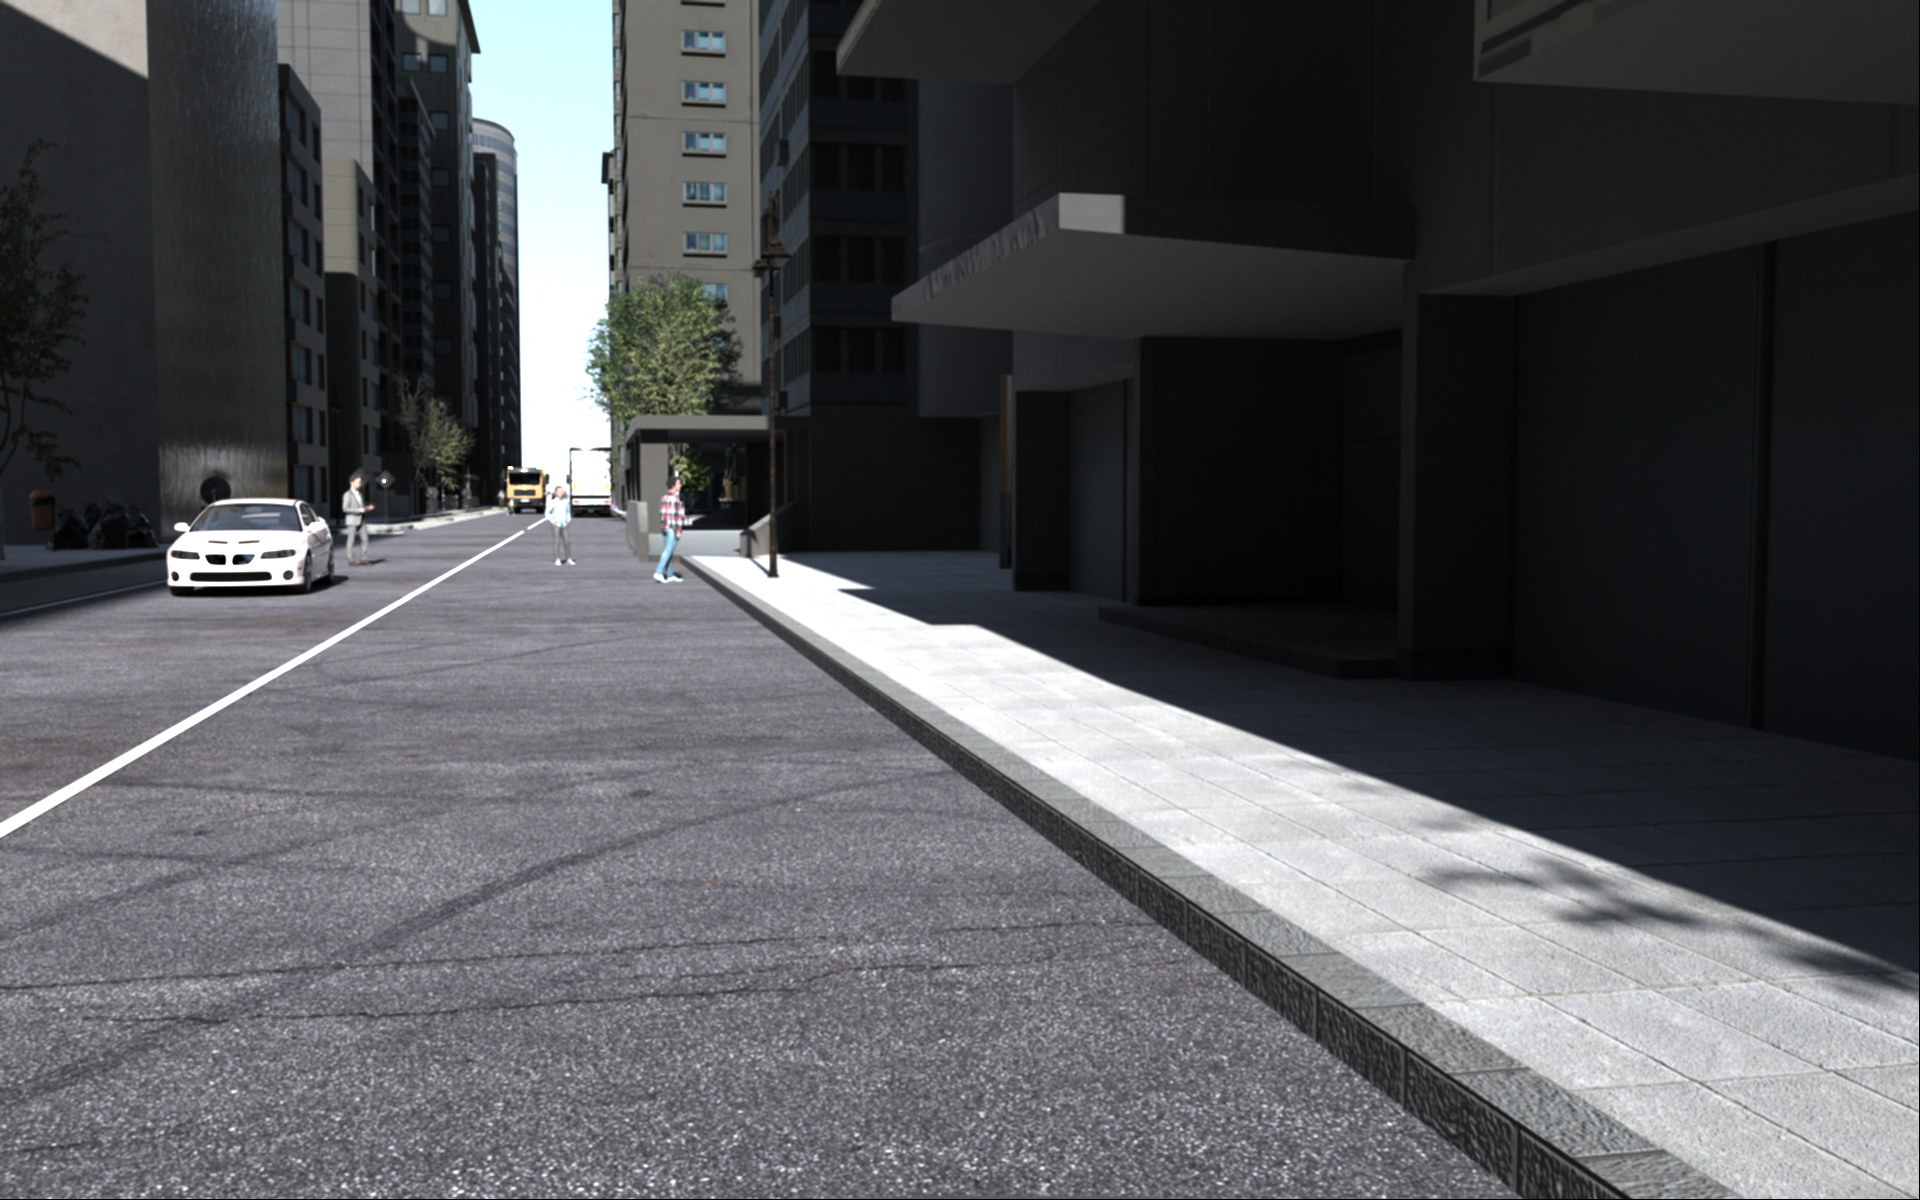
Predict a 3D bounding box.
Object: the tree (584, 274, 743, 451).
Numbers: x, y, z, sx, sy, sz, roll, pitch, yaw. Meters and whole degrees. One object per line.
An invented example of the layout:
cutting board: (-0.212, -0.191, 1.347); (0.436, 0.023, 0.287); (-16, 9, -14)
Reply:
tree: (-13.814, -9.485, 80.843); (9.928, 11.665, 9.643); (0, 3, 0)

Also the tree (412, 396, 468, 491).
tree: (-39.139, -10.948, 129.366); (4.737, 8.622, 4.395); (0, 3, 0)

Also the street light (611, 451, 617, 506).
street light: (-36.167, -12.807, 182.189); (0.468, 5.910, 1.993); (-1, 4, -12)

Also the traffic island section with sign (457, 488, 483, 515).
traffic island section with sign: (-33.998, -6.786, 119.571); (1.989, 1.847, 2.006); (-1, 4, -12)

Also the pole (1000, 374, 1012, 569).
pole: (0.789, -2.189, 29.642); (0.158, 3.312, 0.155); (0, 3, 0)

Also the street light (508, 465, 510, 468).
street light: (-59.222, -15.584, 227.586); (0.468, 5.910, 1.993); (-1, 4, -12)

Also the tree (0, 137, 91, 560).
tree: (-18.618, -5.068, 33.223); (4.737, 8.622, 4.395); (0, 3, 0)

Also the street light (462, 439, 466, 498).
street light: (-41.752, -10.580, 145.767); (0.468, 5.910, 1.993); (-1, 4, -12)

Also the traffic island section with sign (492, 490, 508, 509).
traffic island section with sign: (-44.532, -9.791, 168.713); (1.989, 1.847, 2.006); (-1, 4, -12)

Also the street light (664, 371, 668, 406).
street light: (-11.042, -5.655, 65.245); (0.468, 5.910, 1.993); (-1, 4, -12)

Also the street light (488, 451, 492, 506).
street light: (-50.069, -12.969, 184.825); (0.468, 5.910, 1.993); (-1, 4, -12)

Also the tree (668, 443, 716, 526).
tree: (-9.894, -4.175, 62.861); (1.663, 3.219, 1.824); (0, 3, 0)

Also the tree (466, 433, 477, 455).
tree: (-40.183, -11.297, 135.061); (4.360, 8.622, 3.978); (0, 3, 0)

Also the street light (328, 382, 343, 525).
street light: (-25.686, -6.028, 71.344); (0.468, 5.910, 1.993); (-1, 4, -12)

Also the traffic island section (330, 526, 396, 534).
traffic island section: (-21.943, -2.517, 63.427); (2.009, 0.180, 2.903); (-1, 4, -12)

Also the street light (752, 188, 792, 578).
street light: (-2.876, -3.286, 26.514); (0.468, 5.910, 1.993); (-1, 4, -12)

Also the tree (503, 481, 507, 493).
tree: (-58.043, -13.741, 219.269); (1.663, 3.219, 1.824); (0, 3, 0)

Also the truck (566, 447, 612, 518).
truck: (-23.327, -7.352, 109.121); (2.839, 4.237, 11.283); (-1, 4, -13)

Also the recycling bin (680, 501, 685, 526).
recycling bin: (-10.175, -2.970, 61.113); (0.722, 1.027, 0.722); (-2, 4, -31)

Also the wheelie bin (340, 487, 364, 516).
wheelie bin: (-26.954, -4.212, 76.782); (0.980, 1.594, 0.693); (-2, 4, -28)

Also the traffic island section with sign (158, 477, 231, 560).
traffic island section with sign: (-16.669, -1.839, 38.700); (1.989, 1.847, 2.006); (-1, 4, -12)

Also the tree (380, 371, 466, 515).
tree: (-32.628, -9.379, 103.711); (4.360, 8.622, 3.978); (0, 3, 0)

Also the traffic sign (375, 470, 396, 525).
traffic sign: (-23.595, -4.131, 71.178); (0.795, 2.450, 0.064); (-1, 4, -12)

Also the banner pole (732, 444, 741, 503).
banner pole: (-8.197, -4.498, 63.557); (0.401, 3.779, 0.863); (1, 4, 18)

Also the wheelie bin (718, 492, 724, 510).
wheelie bin: (-10.218, -4.189, 76.392); (0.693, 1.594, 0.980); (-3, 5, -44)

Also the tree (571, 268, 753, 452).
tree: (-16.182, -11.254, 94.374); (12.009, 13.543, 11.850); (0, 3, 0)

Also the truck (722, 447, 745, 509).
truck: (-5.707, -4.618, 71.425); (9.791, 3.379, 3.469); (-1, 4, -11)

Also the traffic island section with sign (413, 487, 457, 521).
traffic island section with sign: (-28.311, -5.165, 93.070); (1.989, 1.847, 2.006); (-1, 4, -12)

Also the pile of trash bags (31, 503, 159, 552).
pile of trash bags: (-20.267, -1.853, 40.054); (1.912, 1.369, 3.447); (0, 4, 7)

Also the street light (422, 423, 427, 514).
street light: (-34.205, -8.433, 110.671); (0.468, 5.910, 1.993); (-1, 4, -12)

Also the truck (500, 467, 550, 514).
truck: (-31.978, -8.068, 127.833); (3.469, 3.379, 9.791); (-1, 4, -12)

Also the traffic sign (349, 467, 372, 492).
traffic sign: (-21.922, -3.653, 63.370); (0.795, 2.450, 0.064); (-1, 4, -12)

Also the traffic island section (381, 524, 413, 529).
traffic island section: (-23.617, -2.994, 71.235); (2.009, 0.180, 2.903); (-1, 4, -12)

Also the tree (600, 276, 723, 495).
tree: (-9.657, -6.564, 57.689); (4.737, 8.622, 4.395); (0, 3, 0)
